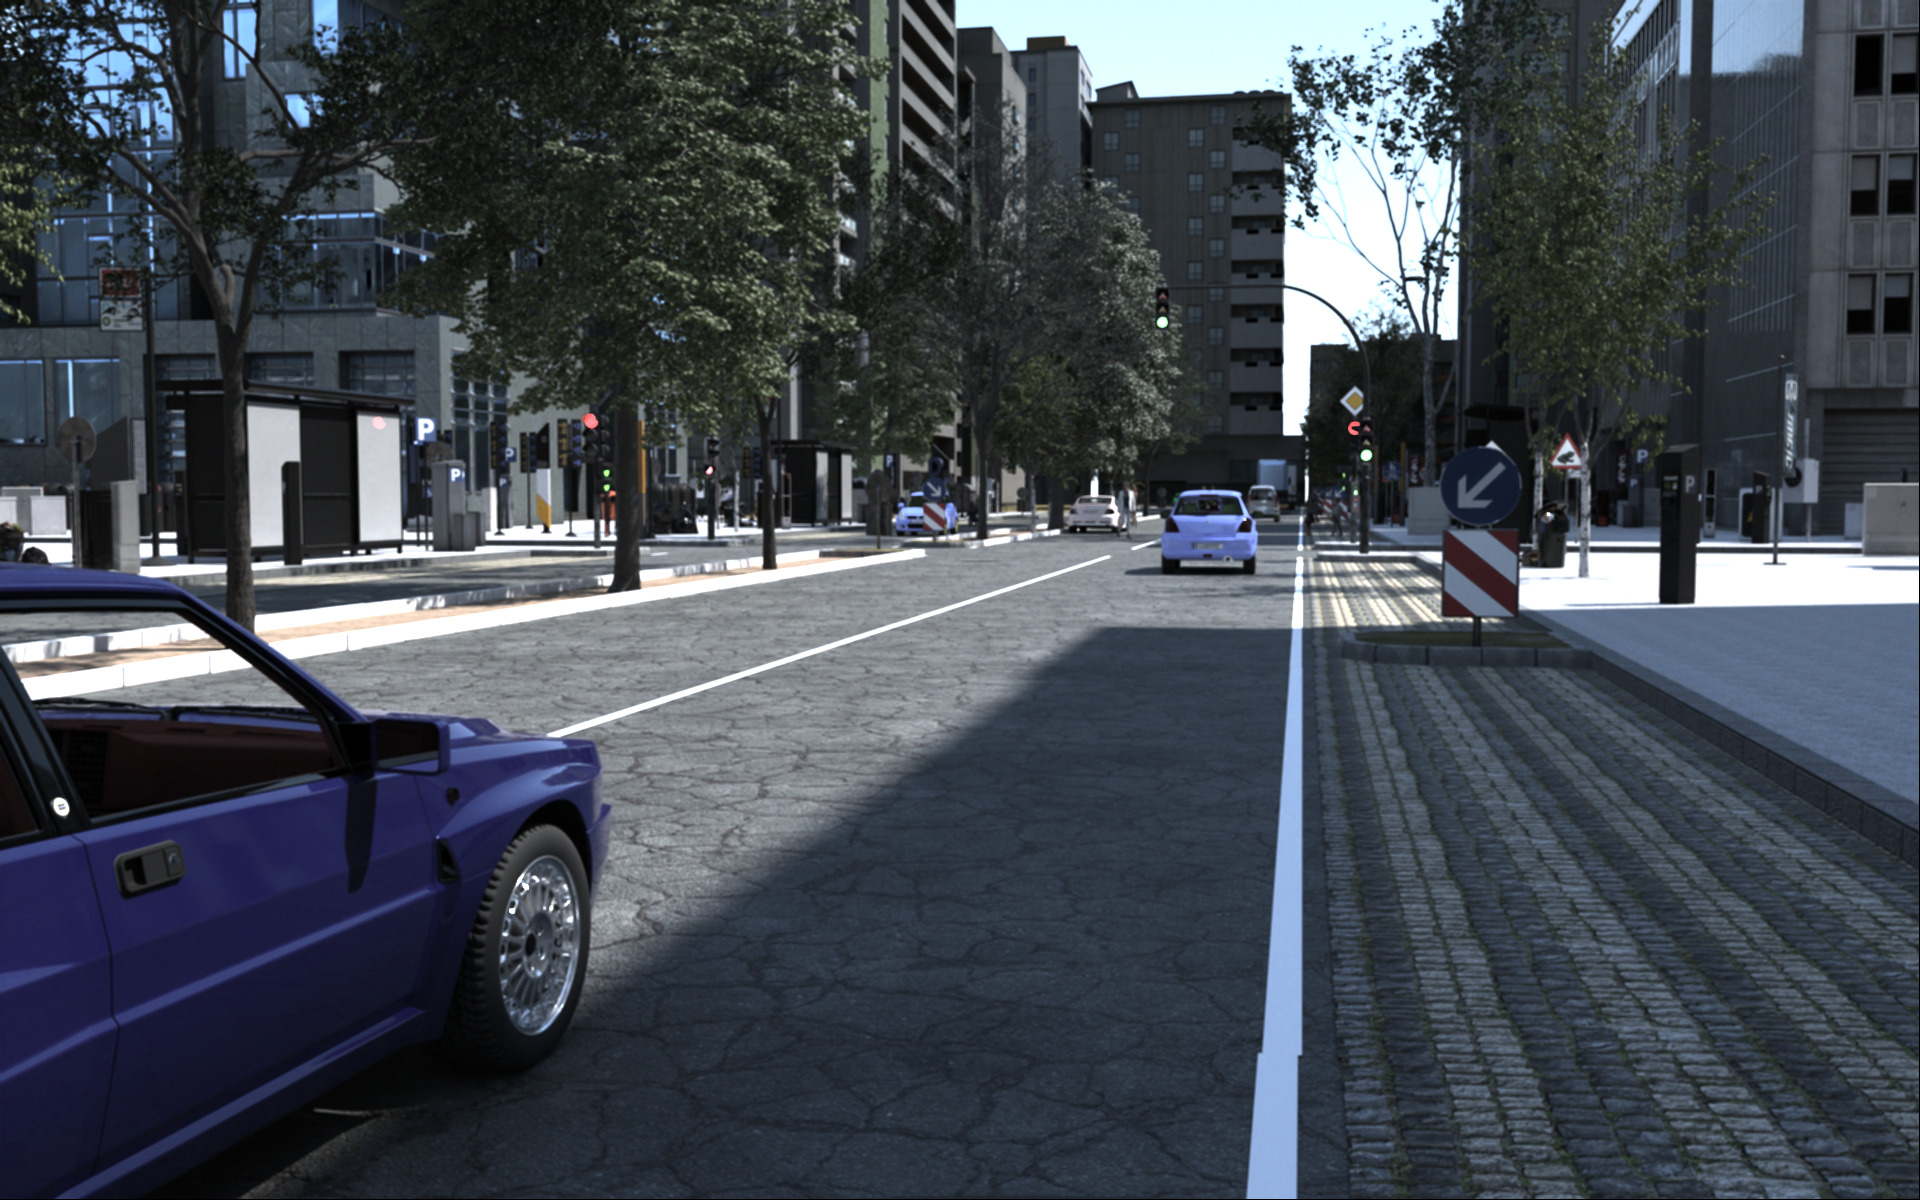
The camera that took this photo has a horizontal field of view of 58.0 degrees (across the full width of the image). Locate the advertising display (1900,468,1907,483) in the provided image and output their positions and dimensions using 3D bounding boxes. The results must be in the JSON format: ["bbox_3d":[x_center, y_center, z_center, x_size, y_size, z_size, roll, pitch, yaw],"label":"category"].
[{"bbox_3d":[23.712,-2.346,43.566,0.123,1.923,0.974,2,4,26],"label":"advertising display"}]

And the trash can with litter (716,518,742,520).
[{"bbox_3d":[-11.418,-4.623,86.649,1.678,1.210,2.233,1,4,17],"label":"trash can with litter"}]

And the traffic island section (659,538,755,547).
[{"bbox_3d":[-6.990,-1.606,48.547,2.009,0.180,2.903,1,4,11],"label":"traffic island section"}]

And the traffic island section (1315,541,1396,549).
[{"bbox_3d":[10.268,-1.398,45.143,2.009,0.180,2.903,1,4,11],"label":"traffic island section"}]

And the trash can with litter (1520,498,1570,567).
[{"bbox_3d":[10.175,-1.160,30.347,0.624,1.170,1.055,-1,4,-19],"label":"trash can with litter"}]

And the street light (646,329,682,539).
[{"bbox_3d":[-8.282,-4.676,48.998,1.470,5.913,1.316,1,4,11],"label":"street light"}]

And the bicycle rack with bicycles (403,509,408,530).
[{"bbox_3d":[-20.925,-2.922,61.149,2.925,0.926,2.852,1,4,20],"label":"bicycle rack with bicycles"}]

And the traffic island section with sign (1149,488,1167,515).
[{"bbox_3d":[14.002,-6.882,120.650,2.006,1.907,1.989,1,4,11],"label":"traffic island section with sign"}]

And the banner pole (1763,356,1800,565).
[{"bbox_3d":[15.014,-2.539,31.527,0.863,3.779,0.401,-3,4,-36],"label":"banner pole"}]

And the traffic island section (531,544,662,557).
[{"bbox_3d":[-8.538,-1.127,40.713,2.009,0.180,2.903,1,4,11],"label":"traffic island section"}]

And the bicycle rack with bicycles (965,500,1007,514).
[{"bbox_3d":[1.651,-6.109,113.258,2.925,0.926,2.852,-1,4,-16],"label":"bicycle rack with bicycles"}]

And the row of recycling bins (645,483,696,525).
[{"bbox_3d":[-10.664,-3.488,64.140,1.069,1.692,3.534,1,4,12],"label":"row of recycling bins"}]

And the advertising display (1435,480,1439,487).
[{"bbox_3d":[21.459,-4.451,77.984,0.974,1.923,0.123,1,4,10],"label":"advertising display"}]

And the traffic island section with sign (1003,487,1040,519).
[{"bbox_3d":[3.601,-5.610,100.354,1.989,1.847,2.006,1,4,11],"label":"traffic island section with sign"}]

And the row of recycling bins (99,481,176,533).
[{"bbox_3d":[-26.908,-3.039,56.808,1.069,1.692,3.534,1,4,11],"label":"row of recycling bins"}]

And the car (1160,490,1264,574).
[{"bbox_3d":[4.677,-1.388,32.279,1.945,1.707,3.694,1,4,10],"label":"car"}]

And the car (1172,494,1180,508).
[{"bbox_3d":[23.499,-10.685,183.491,1.959,1.807,4.718,1,4,10],"label":"car"}]

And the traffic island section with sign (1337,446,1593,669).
[{"bbox_3d":[4.381,-0.404,15.228,1.989,1.847,2.006,1,4,11],"label":"traffic island section with sign"}]

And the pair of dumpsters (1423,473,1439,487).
[{"bbox_3d":[22.388,-4.777,80.598,1.574,2.255,4.437,1,4,11],"label":"pair of dumpsters"}]

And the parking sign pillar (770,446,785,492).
[{"bbox_3d":[-10.104,-6.689,97.838,1.447,3.967,1.447,-3,5,-45],"label":"parking sign pillar"}]

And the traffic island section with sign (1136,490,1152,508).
[{"bbox_3d":[18.413,-10.194,175.306,1.989,1.847,2.006,1,4,11],"label":"traffic island section with sign"}]

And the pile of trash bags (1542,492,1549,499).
[{"bbox_3d":[24.856,-4.148,77.579,3.447,1.369,1.912,-1,4,-19],"label":"pile of trash bags"}]

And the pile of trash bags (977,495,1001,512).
[{"bbox_3d":[1.294,-6.822,121.295,3.447,1.369,1.912,1,4,12],"label":"pile of trash bags"}]

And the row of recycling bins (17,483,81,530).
[{"bbox_3d":[-33.154,-3.420,63.027,3.534,1.692,1.069,2,4,33],"label":"row of recycling bins"}]

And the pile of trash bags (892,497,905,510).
[{"bbox_3d":[-3.112,-6.903,122.616,3.447,1.369,1.912,-1,4,-14],"label":"pile of trash bags"}]

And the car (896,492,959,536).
[{"bbox_3d":[-1.126,-3.083,59.992,1.945,1.707,3.694,1,4,9],"label":"car"}]

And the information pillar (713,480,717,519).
[{"bbox_3d":[-12.917,-5.276,90.750,0.304,2.012,0.304,-1,4,-21],"label":"information pillar"}]

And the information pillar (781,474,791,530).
[{"bbox_3d":[-6.301,-3.559,62.689,0.304,2.012,0.304,-1,4,-18],"label":"information pillar"}]

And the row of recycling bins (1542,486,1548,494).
[{"bbox_3d":[25.936,-4.560,81.671,3.534,1.692,1.069,2,4,33],"label":"row of recycling bins"}]

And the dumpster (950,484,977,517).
[{"bbox_3d":[0.196,-5.639,97.953,1.264,1.857,1.865,1,4,11],"label":"dumpster"}]

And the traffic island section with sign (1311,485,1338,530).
[{"bbox_3d":[15.054,-3.709,69.274,1.989,1.847,2.006,1,4,11],"label":"traffic island section with sign"}]

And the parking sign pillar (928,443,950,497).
[{"bbox_3d":[-1.124,-6.317,91.749,1.447,3.967,1.447,-3,5,-41],"label":"parking sign pillar"}]

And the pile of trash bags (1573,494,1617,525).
[{"bbox_3d":[27.207,-3.887,73.306,1.912,1.369,3.447,-1,4,-20],"label":"pile of trash bags"}]

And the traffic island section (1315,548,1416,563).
[{"bbox_3d":[8.719,-0.919,37.309,2.009,0.180,2.903,1,4,11],"label":"traffic island section"}]

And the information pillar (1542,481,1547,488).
[{"bbox_3d":[33.663,-5.835,99.896,0.304,2.012,0.304,1,4,14],"label":"information pillar"}]

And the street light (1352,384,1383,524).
[{"bbox_3d":[17.255,-6.163,73.309,1.470,5.913,1.316,1,4,11],"label":"street light"}]

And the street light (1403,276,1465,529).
[{"bbox_3d":[10.123,-3.937,36.906,1.470,5.913,1.316,1,4,11],"label":"street light"}]

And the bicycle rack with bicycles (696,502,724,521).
[{"bbox_3d":[-12.292,-4.224,82.451,2.852,0.926,2.925,-2,4,-26],"label":"bicycle rack with bicycles"}]

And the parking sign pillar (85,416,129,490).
[{"bbox_3d":[-29.450,-4.363,59.809,1.447,3.967,1.447,3,5,40],"label":"parking sign pillar"}]

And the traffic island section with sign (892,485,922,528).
[{"bbox_3d":[-1.881,-3.920,72.726,1.989,1.847,2.006,1,4,11],"label":"traffic island section with sign"}]

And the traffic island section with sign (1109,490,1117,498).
[{"bbox_3d":[13.127,-8.559,148.565,1.989,1.847,2.006,1,4,11],"label":"traffic island section with sign"}]

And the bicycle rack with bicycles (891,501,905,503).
[{"bbox_3d":[-3.391,-4.461,86.320,2.852,0.926,2.925,0,4,-4],"label":"bicycle rack with bicycles"}]

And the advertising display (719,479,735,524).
[{"bbox_3d":[-9.966,-4.221,74.221,0.974,1.923,0.123,3,5,45],"label":"advertising display"}]

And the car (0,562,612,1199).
[{"bbox_3d":[-2.134,0.564,3.361,1.945,1.354,3.894,1,4,13],"label":"car"}]

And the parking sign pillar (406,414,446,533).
[{"bbox_3d":[-17.913,-4.267,58.235,1.447,3.967,1.447,-1,4,-21],"label":"parking sign pillar"}]

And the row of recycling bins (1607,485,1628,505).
[{"bbox_3d":[29.106,-4.253,76.653,1.069,1.692,3.534,1,4,19],"label":"row of recycling bins"}]

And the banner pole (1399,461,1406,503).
[{"bbox_3d":[29.046,-7.566,113.719,0.863,3.779,0.401,1,4,9],"label":"banner pole"}]

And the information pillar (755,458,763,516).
[{"bbox_3d":[-11.451,-6.569,98.757,0.504,3.616,0.183,-1,4,-14],"label":"information pillar"}]

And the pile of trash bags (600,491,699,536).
[{"bbox_3d":[-9.994,-2.750,54.723,1.912,1.369,3.447,3,4,36],"label":"pile of trash bags"}]

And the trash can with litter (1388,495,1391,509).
[{"bbox_3d":[27.368,-5.980,108.827,1.678,1.210,2.233,-3,5,-41],"label":"trash can with litter"}]

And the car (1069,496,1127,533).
[{"bbox_3d":[5.185,-3.199,64.668,2.083,1.381,4.827,1,4,11],"label":"car"}]

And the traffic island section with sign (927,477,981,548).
[{"bbox_3d":[-0.562,-2.373,46.931,2.006,1.907,1.989,1,4,11],"label":"traffic island section with sign"}]

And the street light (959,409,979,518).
[{"bbox_3d":[0.646,-7.435,94.096,1.470,5.913,1.316,1,4,11],"label":"street light"}]

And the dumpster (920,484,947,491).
[{"bbox_3d":[-1.449,-5.127,89.577,1.264,1.857,1.865,1,4,11],"label":"dumpster"}]

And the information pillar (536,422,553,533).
[{"bbox_3d":[-13.594,-3.987,56.542,0.504,3.616,0.183,1,4,22],"label":"information pillar"}]

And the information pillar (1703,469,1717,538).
[{"bbox_3d":[21.802,-2.805,50.358,0.304,2.012,0.304,1,4,22],"label":"information pillar"}]

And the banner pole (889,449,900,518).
[{"bbox_3d":[-3.495,-6.296,92.953,0.863,3.779,0.401,-1,4,-18],"label":"banner pole"}]

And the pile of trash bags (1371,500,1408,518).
[{"bbox_3d":[23.924,-5.248,95.563,1.912,1.369,3.447,2,4,30],"label":"pile of trash bags"}]
